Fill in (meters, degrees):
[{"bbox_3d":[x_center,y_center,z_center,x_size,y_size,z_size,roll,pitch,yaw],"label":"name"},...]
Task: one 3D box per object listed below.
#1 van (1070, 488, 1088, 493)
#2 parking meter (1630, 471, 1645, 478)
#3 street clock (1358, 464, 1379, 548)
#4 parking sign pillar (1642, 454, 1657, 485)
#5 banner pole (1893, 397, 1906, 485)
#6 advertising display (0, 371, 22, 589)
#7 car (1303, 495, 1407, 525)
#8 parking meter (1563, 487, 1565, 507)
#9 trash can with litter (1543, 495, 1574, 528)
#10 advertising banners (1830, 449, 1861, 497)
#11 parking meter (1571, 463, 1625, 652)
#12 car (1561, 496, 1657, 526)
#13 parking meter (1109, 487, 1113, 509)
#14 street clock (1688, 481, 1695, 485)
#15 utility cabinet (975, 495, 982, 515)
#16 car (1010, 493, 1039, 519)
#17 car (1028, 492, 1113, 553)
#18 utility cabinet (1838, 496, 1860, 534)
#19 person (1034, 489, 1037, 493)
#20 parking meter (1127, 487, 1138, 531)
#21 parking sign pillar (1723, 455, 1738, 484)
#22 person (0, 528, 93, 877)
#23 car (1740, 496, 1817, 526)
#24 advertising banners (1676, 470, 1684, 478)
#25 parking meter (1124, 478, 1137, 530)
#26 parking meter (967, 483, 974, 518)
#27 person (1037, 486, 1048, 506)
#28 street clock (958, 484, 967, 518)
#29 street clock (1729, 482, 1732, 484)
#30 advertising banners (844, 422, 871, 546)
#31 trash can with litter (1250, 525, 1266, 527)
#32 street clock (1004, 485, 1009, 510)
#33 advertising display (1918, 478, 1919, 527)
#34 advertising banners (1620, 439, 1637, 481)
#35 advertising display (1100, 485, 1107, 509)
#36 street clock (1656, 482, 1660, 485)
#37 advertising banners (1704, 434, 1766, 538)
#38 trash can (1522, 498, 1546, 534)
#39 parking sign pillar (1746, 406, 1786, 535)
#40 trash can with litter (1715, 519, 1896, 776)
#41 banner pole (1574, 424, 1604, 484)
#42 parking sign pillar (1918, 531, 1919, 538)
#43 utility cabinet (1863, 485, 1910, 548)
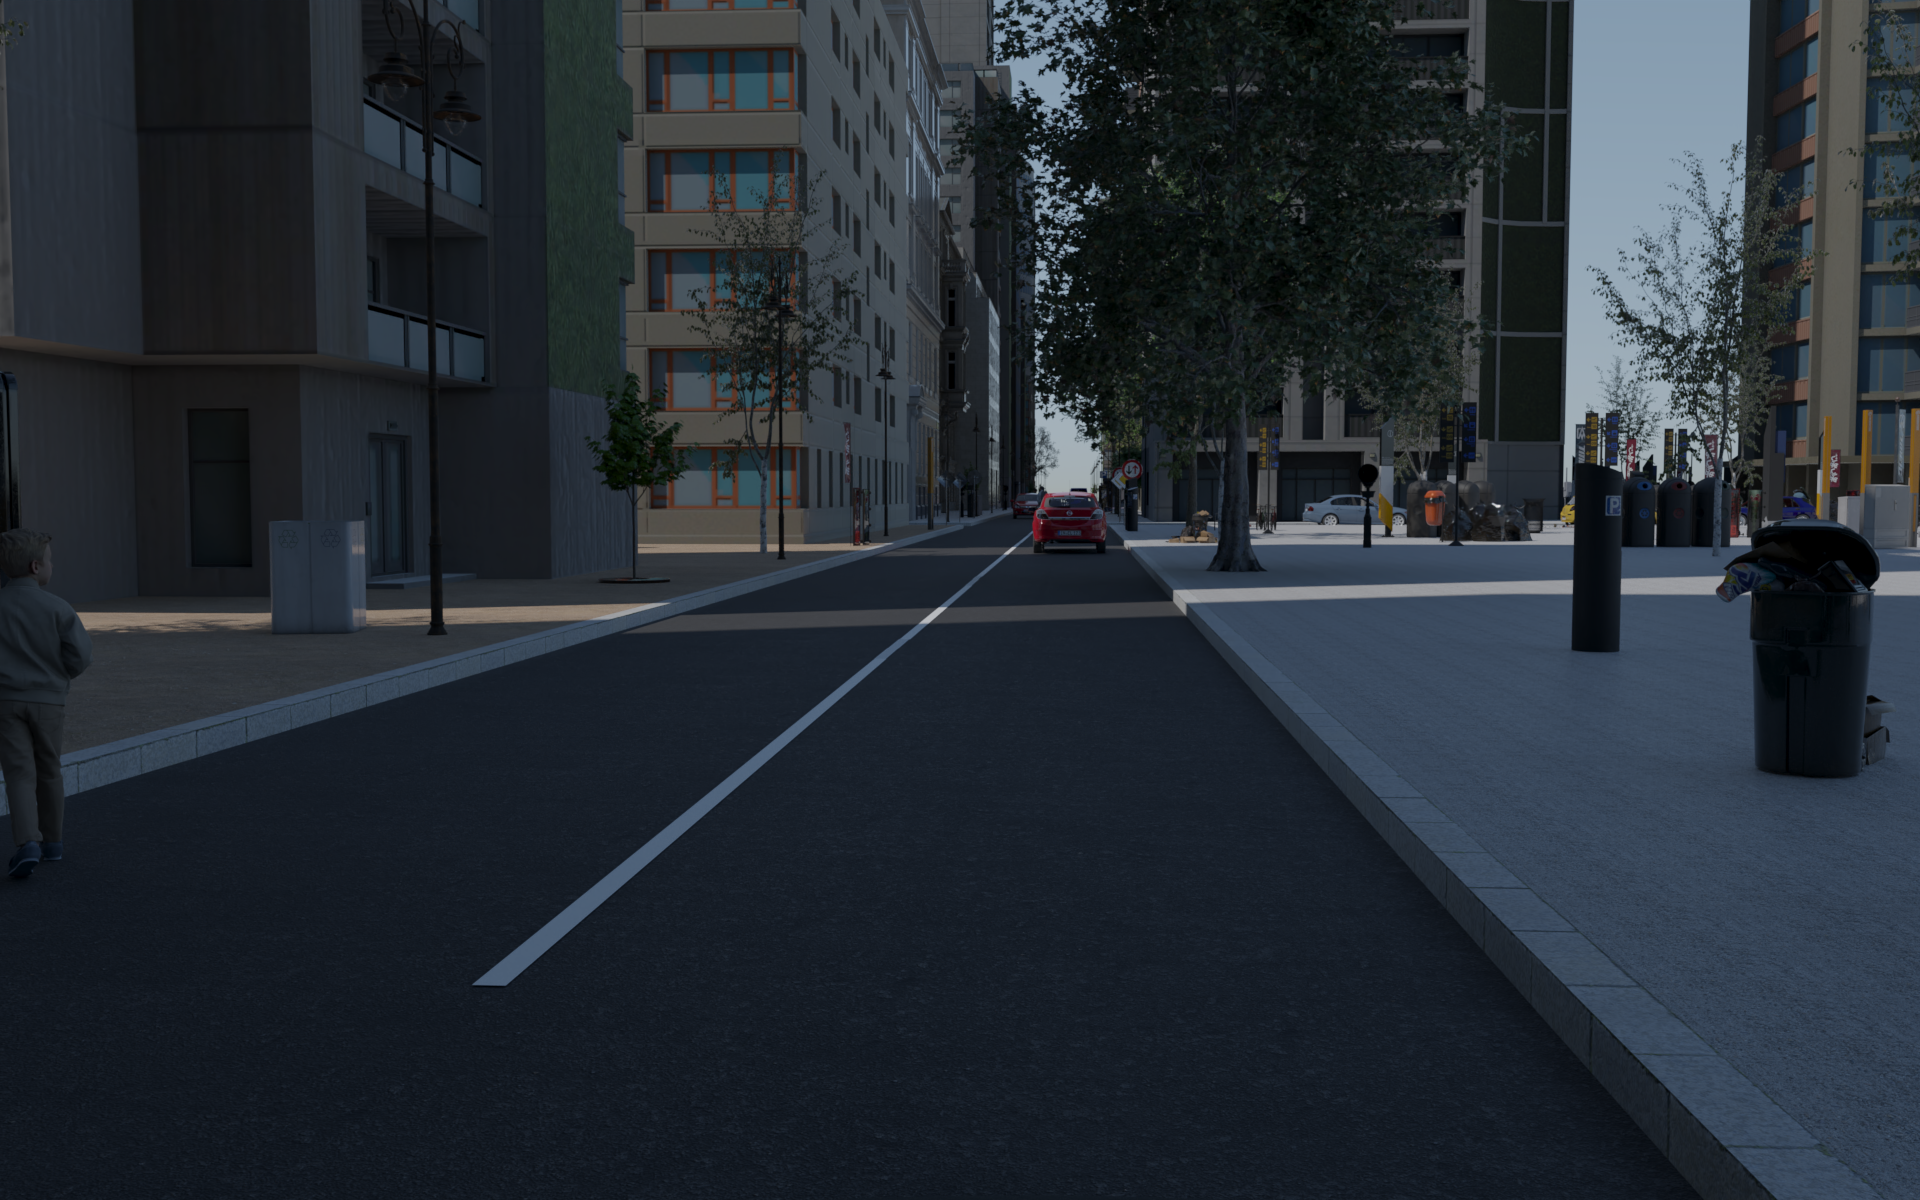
[{"bbox_3d":[11.810,-10.300,172.793,2.240,2.365,5.245,0,4,3],"label":"van"},{"bbox_3d":[16.781,-2.278,42.962,0.255,1.863,0.399,0,4,0],"label":"parking meter"},{"bbox_3d":[9.728,-2.247,41.316,0.471,2.002,0.358,1,4,18],"label":"street clock"},{"bbox_3d":[46.773,-7.893,117.518,1.447,3.967,1.447,0,4,-4],"label":"parking sign pillar"},{"bbox_3d":[24.329,-3.357,44.899,0.863,3.779,0.401,-3,5,-44],"label":"banner pole"},{"bbox_3d":[-5.329,-0.252,9.330,0.974,1.923,0.123,3,4,38],"label":"advertising display"},{"bbox_3d":[16.629,-3.694,72.391,4.499,1.417,2.014,0,4,3],"label":"car"},{"bbox_3d":[50.444,-8.516,144.946,0.255,1.863,0.399,2,4,29],"label":"parking meter"},{"bbox_3d":[23.516,-3.385,66.395,2.233,1.210,1.678,1,4,14],"label":"trash can with litter"},{"bbox_3d":[34.933,-4.373,67.693,2.074,3.025,0.090,1,4,10],"label":"advertising banners"},{"bbox_3d":[5.212,-0.352,14.160,0.372,1.533,0.369,0,3,0],"label":"parking meter"},{"bbox_3d":[27.039,-3.766,71.800,3.980,1.641,2.015,0,4,4],"label":"car"},{"bbox_3d":[12.523,-8.479,144.345,0.399,1.863,0.255,1,4,12],"label":"parking meter"},{"bbox_3d":[39.802,-5.496,94.433,0.471,2.002,0.358,1,4,21],"label":"street clock"},{"bbox_3d":[1.017,-5.824,106.390,0.306,1.237,1.020,-2,4,-26],"label":"utility cabinet"},{"bbox_3d":[4.008,-5.672,101.785,2.155,1.783,4.494,0,4,2],"label":"car"},{"bbox_3d":[2.753,-2.099,43.353,2.155,1.783,4.494,0,4,4],"label":"car"},{"bbox_3d":[24.301,-2.198,47.097,1.020,1.237,0.306,-2,4,-29],"label":"utility cabinet"},{"bbox_3d":[5.083,-6.681,118.087,0.721,1.781,0.623,0,4,-8],"label":"person"},{"bbox_3d":[5.937,-3.129,59.574,0.372,1.533,0.369,0,3,0],"label":"parking meter"},{"bbox_3d":[48.038,-7.270,107.338,1.447,3.967,1.447,-3,5,-40],"label":"parking sign pillar"},{"bbox_3d":[-3.561,0.378,6.588,0.475,1.303,0.640,-2,4,-31],"label":"person"},{"bbox_3d":[33.314,-3.629,71.907,3.894,1.354,1.945,0,4,5],"label":"car"},{"bbox_3d":[51.730,-7.965,126.414,2.074,3.025,0.090,3,4,38],"label":"advertising banners"},{"bbox_3d":[6.031,-3.391,61.154,0.399,1.863,0.255,-2,4,-24],"label":"parking meter"},{"bbox_3d":[0.577,-5.441,94.674,0.255,1.863,0.399,2,4,25],"label":"parking meter"},{"bbox_3d":[4.169,-4.759,86.415,0.679,1.850,0.850,0,4,-4],"label":"person"},{"bbox_3d":[0.105,-5.519,94.813,0.471,2.002,0.358,1,4,15],"label":"street clock"},{"bbox_3d":[46.870,-6.150,105.119,0.471,2.002,0.358,1,4,11],"label":"street clock"},{"bbox_3d":[-2.559,-2.864,43.014,0.090,3.025,2.074,1,4,15],"label":"advertising banners"},{"bbox_3d":[11.094,-3.482,67.990,2.233,1.210,1.678,0,4,-8],"label":"trash can with litter"},{"bbox_3d":[3.662,-8.228,139.098,0.358,2.002,0.471,-3,5,-41],"label":"street clock"},{"bbox_3d":[37.886,-3.864,68.396,0.123,1.923,0.974,2,4,32],"label":"advertising display"},{"bbox_3d":[21.100,-3.640,55.694,0.090,3.025,2.074,-1,4,-13],"label":"advertising banners"},{"bbox_3d":[10.447,-7.400,126.203,0.123,1.923,0.974,2,4,28],"label":"advertising display"},{"bbox_3d":[42.183,-6.125,104.715,0.358,2.002,0.471,2,4,26],"label":"street clock"},{"bbox_3d":[22.596,-3.330,50.632,2.074,3.025,0.090,-1,4,-9],"label":"advertising banners"},{"bbox_3d":[18.710,-2.743,56.497,0.748,1.137,0.748,0,3,0],"label":"trash can"},{"bbox_3d":[25.189,-3.986,53.638,1.447,3.967,1.447,1,4,17],"label":"parking sign pillar"},{"bbox_3d":[4.034,0.195,8.193,0.624,1.170,1.055,3,5,39],"label":"trash can with litter"},{"bbox_3d":[19.668,-3.939,54.414,0.863,3.779,0.401,-1,4,-11],"label":"banner pole"},{"bbox_3d":[28.962,-3.809,50.741,1.447,3.967,1.447,-1,4,-16],"label":"parking sign pillar"},{"bbox_3d":[21.713,-1.950,40.564,1.173,1.500,0.318,-2,4,-25],"label":"utility cabinet"}]
